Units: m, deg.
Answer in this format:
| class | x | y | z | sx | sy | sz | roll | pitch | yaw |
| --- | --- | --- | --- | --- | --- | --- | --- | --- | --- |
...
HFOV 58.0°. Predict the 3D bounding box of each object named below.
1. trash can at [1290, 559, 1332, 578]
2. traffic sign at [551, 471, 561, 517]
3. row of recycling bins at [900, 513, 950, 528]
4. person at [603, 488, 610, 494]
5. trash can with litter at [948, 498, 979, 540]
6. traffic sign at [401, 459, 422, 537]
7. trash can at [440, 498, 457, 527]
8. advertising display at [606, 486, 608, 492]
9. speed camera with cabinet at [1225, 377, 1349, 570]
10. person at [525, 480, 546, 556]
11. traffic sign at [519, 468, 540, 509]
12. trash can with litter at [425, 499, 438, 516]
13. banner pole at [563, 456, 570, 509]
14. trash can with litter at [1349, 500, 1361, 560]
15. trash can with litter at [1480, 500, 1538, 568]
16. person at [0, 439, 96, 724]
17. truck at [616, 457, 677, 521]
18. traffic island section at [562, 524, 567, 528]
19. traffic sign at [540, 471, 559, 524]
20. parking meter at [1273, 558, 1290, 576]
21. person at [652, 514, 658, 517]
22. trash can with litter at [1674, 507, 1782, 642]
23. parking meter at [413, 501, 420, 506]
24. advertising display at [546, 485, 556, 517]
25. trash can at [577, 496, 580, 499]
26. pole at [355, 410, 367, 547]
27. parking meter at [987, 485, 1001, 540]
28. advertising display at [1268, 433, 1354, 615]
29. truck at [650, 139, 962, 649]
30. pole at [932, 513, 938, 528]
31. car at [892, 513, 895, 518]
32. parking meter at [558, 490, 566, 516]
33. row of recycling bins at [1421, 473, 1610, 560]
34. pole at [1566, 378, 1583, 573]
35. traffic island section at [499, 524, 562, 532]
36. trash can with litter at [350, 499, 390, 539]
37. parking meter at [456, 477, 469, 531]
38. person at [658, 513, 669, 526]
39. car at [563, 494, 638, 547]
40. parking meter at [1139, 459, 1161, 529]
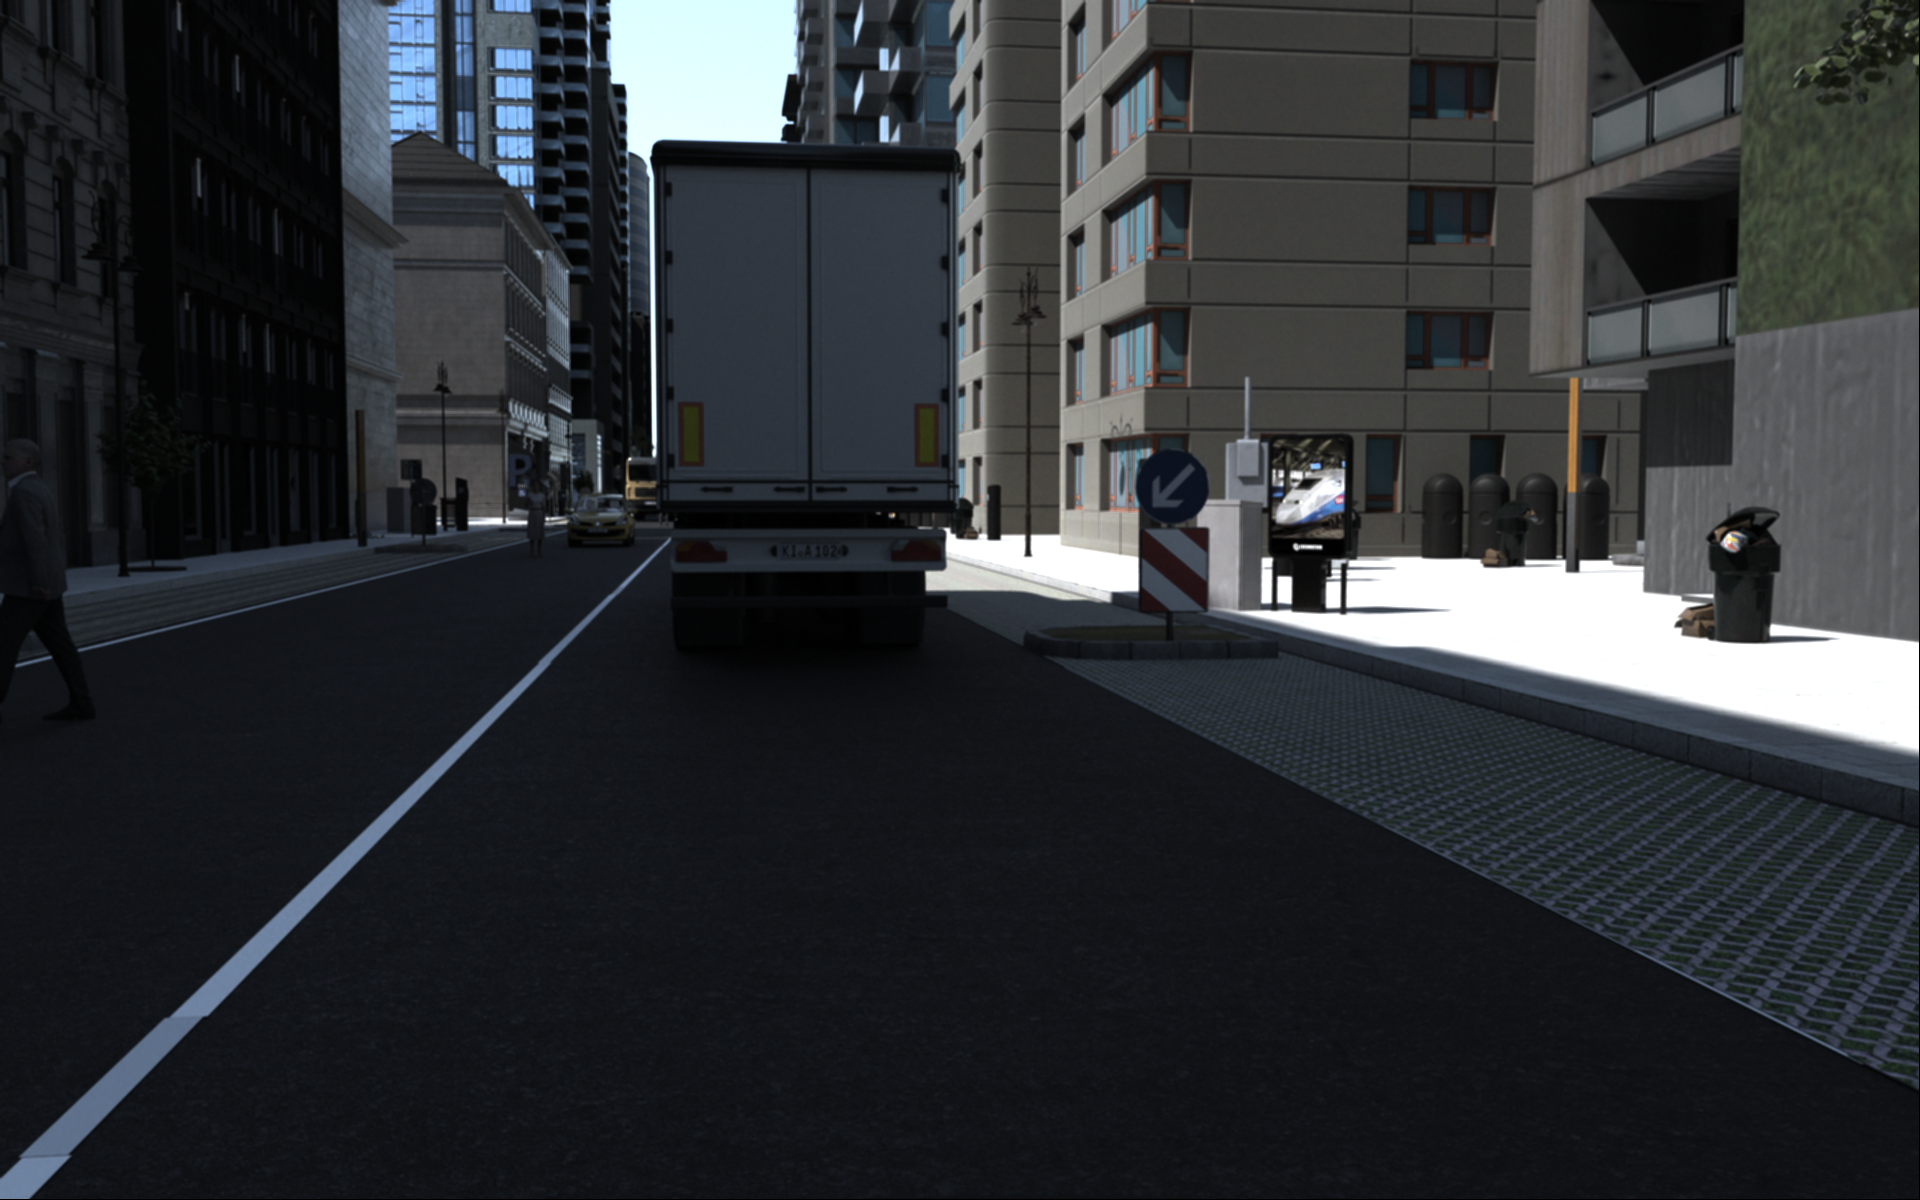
| class | x | y | z | sx | sy | sz | roll | pitch | yaw |
| --- | --- | --- | --- | --- | --- | --- | --- | --- | --- |
| trash can | 5.187 | -0.852 | 25.586 | 0.748 | 1.137 | 0.748 | 0 | 3 | 0 |
| traffic sign | -22.317 | -5.810 | 95.106 | 0.768 | 2.556 | 0.104 | 0 | 4 | -1 |
| row of recycling bins | -1.313 | -3.666 | 67.053 | 1.069 | 1.692 | 3.534 | -3 | 4 | -37 |
| person | -23.159 | -6.406 | 113.148 | 0.836 | 1.842 | 0.656 | 3 | 4 | 38 |
| trash can with litter | 0.245 | -2.315 | 49.236 | 0.624 | 1.170 | 1.055 | -2 | 4 | -26 |
| traffic sign | -16.227 | -3.005 | 51.260 | 0.606 | 2.300 | 0.079 | 0 | 4 | -7 |
| trash can | -19.827 | -3.398 | 67.215 | 0.748 | 1.137 | 0.748 | 0 | 3 | 0 |
| advertising display | -29.728 | -8.607 | 145.935 | 0.123 | 1.923 | 0.974 | -1 | 4 | -11 |
| speed camera with cabinet | 5.575 | -2.151 | 29.509 | 2.038 | 3.252 | 0.660 | 0 | 4 | 4 |
| person | -9.874 | -1.911 | 40.313 | 0.480 | 1.755 | 0.524 | -1 | 4 | -23 |
| traffic sign | -16.638 | -3.877 | 67.039 | 0.795 | 2.450 | 0.064 | 0 | 4 | -8 |
| trash can with litter | -22.991 | -3.855 | 74.413 | 1.055 | 1.170 | 0.624 | -1 | 4 | -18 |
| banner pole | -26.041 | -7.625 | 114.680 | 0.401 | 3.779 | 0.863 | 1 | 4 | 22 |
| trash can with litter | 7.290 | -1.374 | 33.845 | 1.055 | 1.170 | 0.624 | 2 | 4 | 33 |
| trash can with litter | 9.655 | -1.169 | 30.500 | 1.055 | 1.170 | 0.624 | -3 | 5 | -44 |
| person | -5.888 | -0.117 | 10.815 | 0.834 | 1.777 | 0.661 | -2 | 4 | -29 |
| truck | -16.530 | -5.951 | 93.219 | 3.469 | 3.379 | 9.791 | 0 | 4 | -8 |
| traffic island section | -17.776 | -3.225 | 75.004 | 2.009 | 0.180 | 2.903 | 0 | 4 | -8 |
| traffic sign | -17.754 | -4.361 | 74.946 | 0.795 | 2.450 | 0.064 | 0 | 4 | -8 |
| parking meter | 5.090 | -1.143 | 27.101 | 0.372 | 1.533 | 0.369 | 0 | 3 | 0 |
| person | -19.093 | -5.765 | 107.780 | 0.505 | 1.210 | 0.382 | -2 | 4 | -30 |
| trash can with litter | 6.706 | -0.237 | 15.269 | 0.624 | 1.170 | 1.055 | -1 | 4 | -13 |
| parking meter | -19.204 | -3.224 | 61.125 | 0.372 | 1.533 | 0.369 | 0 | 3 | 0 |
| advertising display | -22.673 | -5.553 | 96.013 | 0.123 | 1.923 | 0.974 | -3 | 4 | -37 |
| trash can | -25.837 | -6.544 | 118.645 | 0.748 | 1.137 | 0.748 | 0 | 3 | 0 |
| pole | -14.554 | -2.951 | 42.088 | 0.158 | 3.312 | 0.155 | 0 | 3 | 0 |
| parking meter | 0.949 | -2.429 | 48.122 | 0.372 | 1.533 | 0.369 | 0 | 3 | 0 |
| advertising display | 3.776 | -0.825 | 18.697 | 0.974 | 1.923 | 0.123 | 3 | 5 | 42 |
| truck | -1.971 | -1.866 | 19.422 | 2.839 | 4.237 | 11.283 | 0 | 4 | -8 |
| pole | -0.858 | -4.036 | 59.839 | 0.158 | 3.312 | 0.155 | 0 | 3 | 0 |
| car | -0.941 | -3.940 | 74.636 | 3.980 | 1.641 | 2.015 | -1 | 4 | -8 |
| parking meter | -26.583 | -6.579 | 115.978 | 0.372 | 1.533 | 0.369 | 0 | 3 | 0 |
| row of recycling bins | 10.928 | -1.654 | 34.154 | 3.534 | 1.692 | 1.069 | 1 | 4 | 17 |
| pole | 10.016 | -2.102 | 28.217 | 0.158 | 3.312 | 0.155 | 0 | 3 | 0 |
| traffic island section | -16.661 | -2.741 | 67.097 | 2.009 | 0.180 | 2.903 | 0 | 4 | -8 |
| trash can with litter | -17.322 | -2.417 | 50.568 | 1.678 | 1.210 | 2.233 | 0 | 4 | -6 |
| parking meter | -17.289 | -3.331 | 60.179 | 0.399 | 1.863 | 0.255 | 0 | 4 | -6 |
| person | -13.178 | -4.182 | 77.053 | 0.661 | 1.801 | 0.590 | -2 | 4 | -27 |
| car | -10.025 | -2.340 | 48.486 | 2.015 | 1.641 | 3.980 | -1 | 4 | -8 |
| parking meter | 3.156 | -1.408 | 28.733 | 0.255 | 1.863 | 0.399 | 2 | 4 | 32 |
